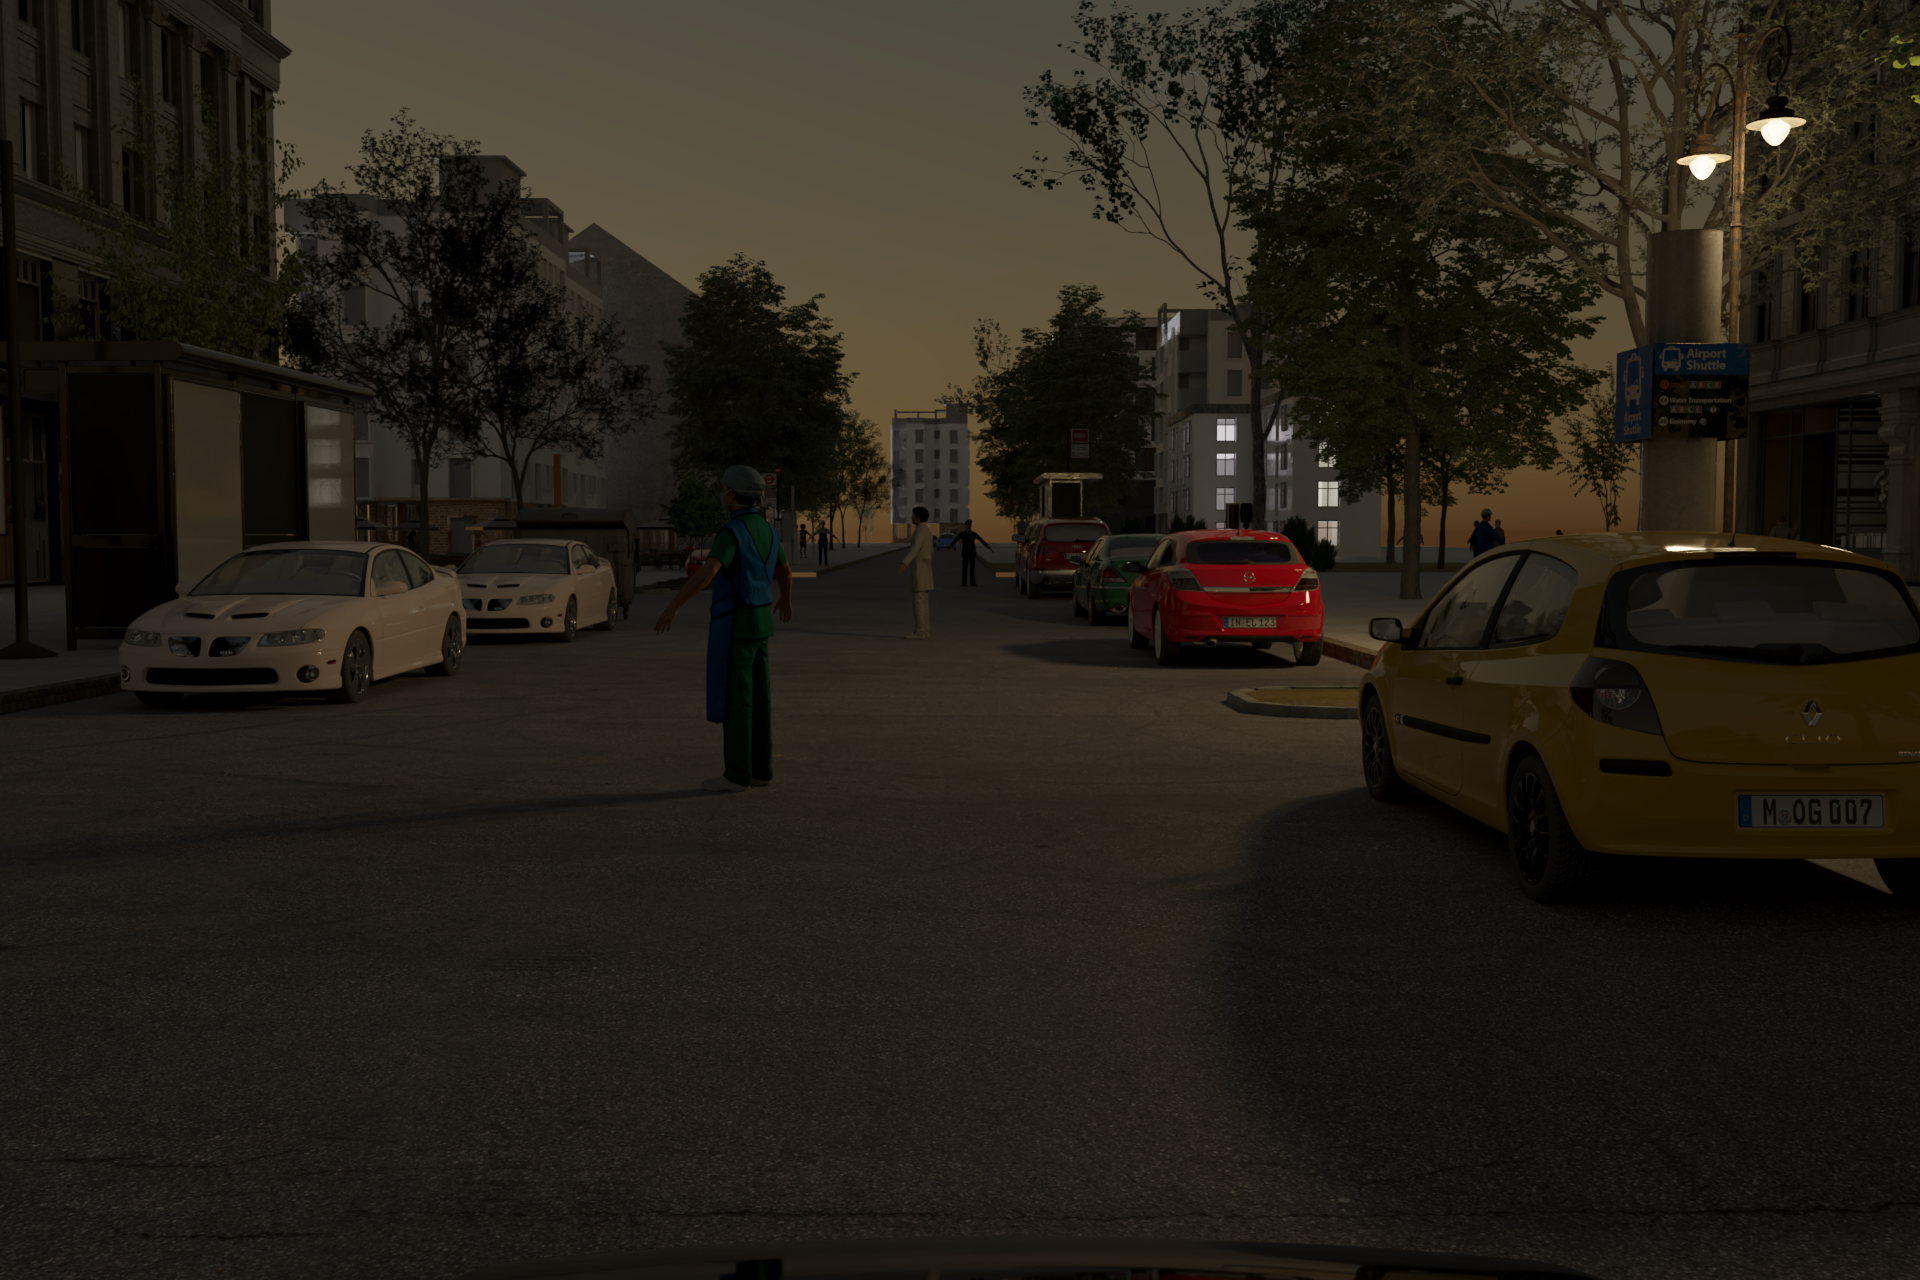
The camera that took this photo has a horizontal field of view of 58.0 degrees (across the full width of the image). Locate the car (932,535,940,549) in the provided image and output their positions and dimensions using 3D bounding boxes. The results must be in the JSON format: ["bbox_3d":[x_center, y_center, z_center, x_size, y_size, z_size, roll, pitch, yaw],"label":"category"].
[{"bbox_3d":[-2.804,-9.298,164.600,1.945,1.354,3.894,0,3,0],"label":"car"}]

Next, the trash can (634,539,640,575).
[{"bbox_3d":[-10.474,-2.642,54.854,0.748,1.137,0.748,0,3,0],"label":"trash can"}]

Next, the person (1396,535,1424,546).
[{"bbox_3d":[14.443,-2.984,55.547,0.721,1.744,1.215,-2,4,-29],"label":"person"}]

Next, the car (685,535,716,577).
[{"bbox_3d":[-6.453,-2.380,47.956,2.155,1.783,4.494,0,4,0],"label":"car"}]

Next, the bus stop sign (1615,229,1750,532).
[{"bbox_3d":[6.363,-1.609,15.326,0.837,3.901,0.837,0,4,0],"label":"bus stop sign"}]

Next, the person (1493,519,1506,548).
[{"bbox_3d":[17.458,-3.051,56.473,0.990,1.755,0.434,-2,4,-35],"label":"person"}]

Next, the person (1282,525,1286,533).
[{"bbox_3d":[17.358,-5.247,91.913,0.705,1.813,1.348,-3,4,-38],"label":"person"}]

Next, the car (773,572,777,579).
[{"bbox_3d":[-6.579,-2.704,53.809,1.945,1.707,3.694,0,3,0],"label":"car"}]

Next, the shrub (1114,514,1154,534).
[{"bbox_3d":[6.566,-3.772,65.714,1.661,2.075,1.752,0,3,0],"label":"shrub"}]

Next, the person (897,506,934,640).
[{"bbox_3d":[-0.569,-0.917,23.631,0.705,1.806,1.347,1,4,14],"label":"person"}]

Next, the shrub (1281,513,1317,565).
[{"bbox_3d":[12.127,-3.563,62.678,1.690,2.028,1.600,0,3,0],"label":"shrub"}]

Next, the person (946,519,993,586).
[{"bbox_3d":[0.246,-2.401,47.656,1.347,1.837,0.705,-1,4,-12],"label":"person"}]

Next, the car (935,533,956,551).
[{"bbox_3d":[-1.167,-8.604,150.265,1.945,1.707,3.694,0,4,-1],"label":"car"}]

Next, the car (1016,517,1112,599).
[{"bbox_3d":[2.461,-1.893,39.629,2.281,1.827,5.304,0,4,-1],"label":"car"}]

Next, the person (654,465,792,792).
[{"bbox_3d":[-1.250,-0.072,9.759,0.704,1.817,1.347,2,4,24],"label":"person"}]

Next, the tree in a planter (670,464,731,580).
[{"bbox_3d":[-6.637,-2.887,44.432,1.991,3.239,1.994,0,3,0],"label":"tree in a planter"}]

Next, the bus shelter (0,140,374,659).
[{"bbox_3d":[-9.472,-2.611,20.318,2.179,5.291,8.768,0,4,1],"label":"bus shelter"}]

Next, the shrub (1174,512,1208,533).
[{"bbox_3d":[7.946,-3.362,59.395,1.690,2.028,1.600,0,3,0],"label":"shrub"}]

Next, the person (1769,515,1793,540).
[{"bbox_3d":[20.771,-2.283,43.896,0.617,1.759,0.750,1,4,19],"label":"person"}]

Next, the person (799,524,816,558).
[{"bbox_3d":[-8.261,-5.210,91.323,1.345,1.843,0.704,1,4,10],"label":"person"}]

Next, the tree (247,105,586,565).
[{"bbox_3d":[-12.306,-6.387,38.835,8.767,10.594,7.601,1,4,17],"label":"tree"}]

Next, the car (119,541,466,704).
[{"bbox_3d":[-6.021,-0.232,16.156,2.083,1.381,4.827,0,4,0],"label":"car"}]

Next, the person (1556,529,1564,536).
[{"bbox_3d":[19.027,-2.776,54.661,0.421,1.427,0.697,-1,4,-15],"label":"person"}]

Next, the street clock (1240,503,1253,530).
[{"bbox_3d":[6.669,-2.190,40.371,0.358,2.002,0.471,0,4,-1],"label":"street clock"}]

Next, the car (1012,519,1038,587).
[{"bbox_3d":[2.520,-2.261,45.643,2.281,1.827,5.304,0,3,0],"label":"car"}]

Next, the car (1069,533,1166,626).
[{"bbox_3d":[2.901,-1.022,28.506,2.131,1.459,4.920,0,4,-1],"label":"car"}]

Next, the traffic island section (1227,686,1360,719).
[{"bbox_3d":[3.273,0.518,14.397,1.991,0.108,1.994,0,4,-1],"label":"traffic island section"}]

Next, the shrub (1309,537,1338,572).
[{"bbox_3d":[12.408,-2.937,59.130,1.383,1.207,1.383,0,3,0],"label":"shrub"}]

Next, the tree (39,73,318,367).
[{"bbox_3d":[-12.108,-4.727,27.656,4.737,8.622,4.395,0,3,0],"label":"tree"}]

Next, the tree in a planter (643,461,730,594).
[{"bbox_3d":[-6.568,-2.748,42.156,1.991,3.239,1.994,0,4,0],"label":"tree in a planter"}]

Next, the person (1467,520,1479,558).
[{"bbox_3d":[19.694,-3.665,66.142,0.704,1.802,1.346,3,4,36],"label":"person"}]

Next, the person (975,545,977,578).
[{"bbox_3d":[0.487,-2.738,56.484,0.599,1.433,0.991,0,4,-3],"label":"person"}]

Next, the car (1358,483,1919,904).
[{"bbox_3d":[3.058,0.128,8.138,2.015,1.641,3.980,0,3,0],"label":"car"}]

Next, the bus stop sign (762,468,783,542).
[{"bbox_3d":[-7.518,-4.942,69.510,0.855,3.939,0.416,0,4,1],"label":"bus stop sign"}]

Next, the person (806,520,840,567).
[{"bbox_3d":[-5.408,-3.827,68.432,1.347,1.847,0.705,0,4,-7],"label":"person"}]

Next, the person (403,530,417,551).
[{"bbox_3d":[-24.475,-4.304,77.084,0.721,1.740,1.216,-3,5,-40],"label":"person"}]

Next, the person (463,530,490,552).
[{"bbox_3d":[-21.301,-4.256,76.396,1.217,1.733,0.721,-2,4,-35],"label":"person"}]

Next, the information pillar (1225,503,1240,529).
[{"bbox_3d":[6.447,-2.231,40.970,0.304,2.012,0.304,0,3,0],"label":"information pillar"}]

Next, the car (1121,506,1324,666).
[{"bbox_3d":[3.023,-0.692,20.359,2.155,1.783,4.494,0,4,-1],"label":"car"}]

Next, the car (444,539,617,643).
[{"bbox_3d":[-6.055,-0.733,24.348,2.083,1.381,4.827,0,4,-1],"label":"car"}]

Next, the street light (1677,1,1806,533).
[{"bbox_3d":[7.021,-2.627,15.738,0.468,5.910,1.993,0,4,-1],"label":"street light"}]

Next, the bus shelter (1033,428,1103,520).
[{"bbox_3d":[3.843,-5.239,63.286,2.179,5.291,8.768,0,4,0],"label":"bus shelter"}]

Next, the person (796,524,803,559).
[{"bbox_3d":[-8.296,-4.997,87.970,0.705,1.796,1.348,-1,4,-22],"label":"person"}]

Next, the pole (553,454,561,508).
[{"bbox_3d":[-10.263,-3.081,44.212,0.158,3.312,0.155,0,3,0],"label":"pole"}]

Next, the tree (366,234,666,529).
[{"bbox_3d":[-12.953,-7.141,51.173,8.767,10.594,7.601,-2,4,-24],"label":"tree"}]

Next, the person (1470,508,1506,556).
[{"bbox_3d":[11.499,-1.954,37.820,0.705,1.842,1.347,-1,4,-19],"label":"person"}]
